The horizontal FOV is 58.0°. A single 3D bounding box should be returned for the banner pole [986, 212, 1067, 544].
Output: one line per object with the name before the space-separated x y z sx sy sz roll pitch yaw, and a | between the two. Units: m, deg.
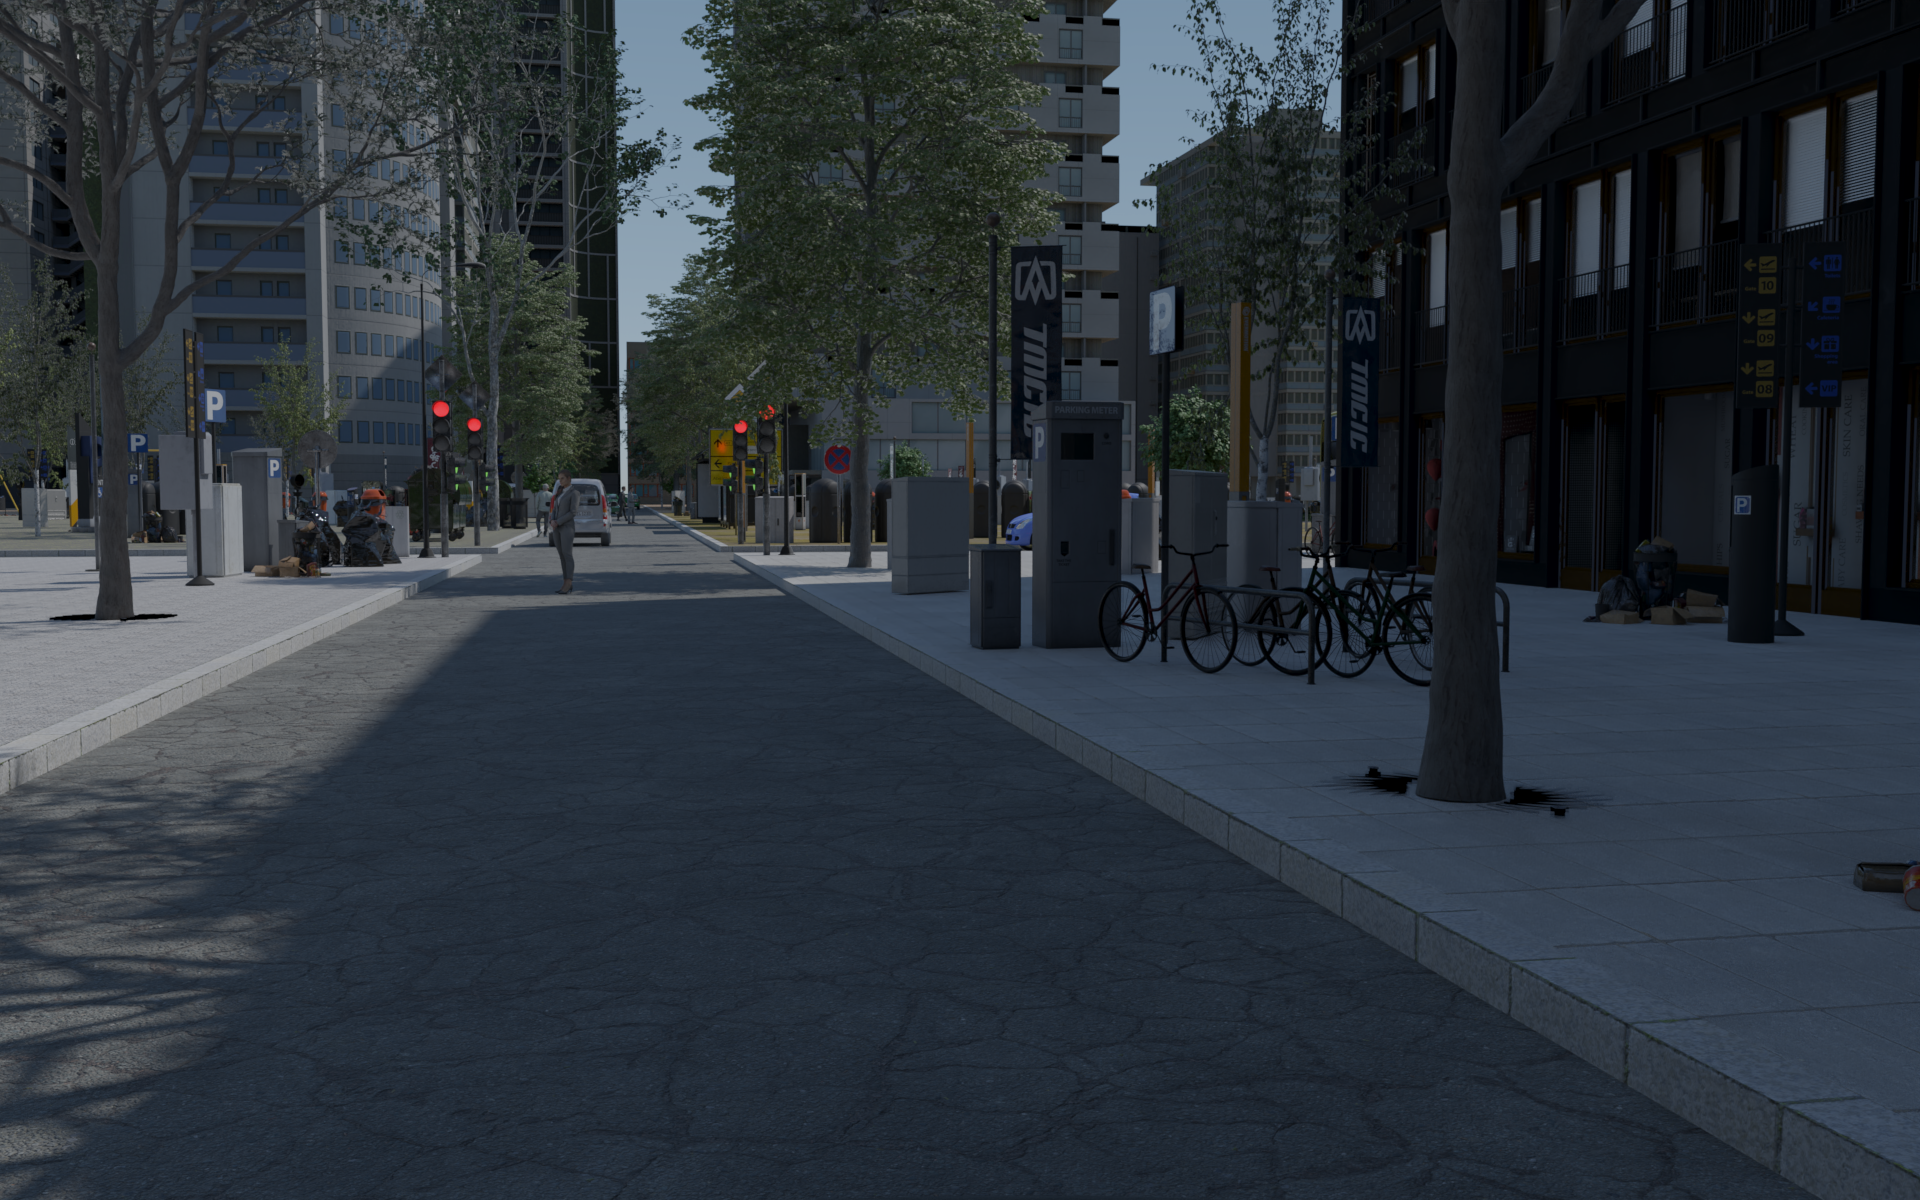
banner pole | 0.519 -1.556 15.453 0.863 3.779 0.401 1 4 13

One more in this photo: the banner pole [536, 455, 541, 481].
banner pole | -24.004 -6.646 98.679 0.401 3.779 0.863 0 4 6

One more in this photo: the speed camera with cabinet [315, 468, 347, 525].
speed camera with cabinet | -26.567 -4.822 73.169 0.660 3.252 2.038 -3 5 -43

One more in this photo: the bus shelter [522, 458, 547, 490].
bus shelter | -26.102 -7.066 106.812 1.731 3.624 6.357 -1 4 -11

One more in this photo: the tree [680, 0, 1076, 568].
tree | -1.452 -6.862 30.314 7.486 12.596 7.792 0 3 0

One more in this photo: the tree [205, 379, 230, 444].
tree | -48.662 -9.777 110.223 4.360 8.622 3.978 0 3 0

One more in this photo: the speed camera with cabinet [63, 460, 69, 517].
speed camera with cabinet | -50.965 -6.363 98.373 0.660 3.252 2.038 1 4 10

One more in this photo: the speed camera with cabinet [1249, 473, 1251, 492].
speed camera with cabinet | 11.743 -4.737 71.781 0.660 3.252 2.038 1 4 9

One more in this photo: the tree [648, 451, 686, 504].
tree | -29.728 -13.680 174.025 4.360 8.622 3.978 0 3 0

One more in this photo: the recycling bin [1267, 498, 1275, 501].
recycling bin | 22.359 -6.832 124.252 0.722 1.027 0.722 0 4 4

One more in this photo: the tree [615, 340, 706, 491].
tree | -22.263 -14.046 136.306 9.857 13.997 8.962 0 3 0

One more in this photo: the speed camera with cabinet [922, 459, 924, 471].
speed camera with cabinet | -2.796 -6.354 98.228 2.038 3.252 0.660 2 4 26

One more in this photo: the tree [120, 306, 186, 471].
tree | -32.030 -7.126 66.870 4.360 8.622 3.978 0 3 0

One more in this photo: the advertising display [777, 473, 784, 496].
advertising display | -5.451 -2.937 53.230 0.123 1.923 0.974 -1 4 -18

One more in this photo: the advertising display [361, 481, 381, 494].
advertising display | -28.452 -4.802 83.734 0.123 1.923 0.974 3 5 40

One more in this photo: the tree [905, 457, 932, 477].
tree | -2.214 -5.939 91.697 1.663 3.219 1.824 0 3 0

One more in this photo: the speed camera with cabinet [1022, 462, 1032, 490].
speed camera with cabinet | 4.619 -6.806 105.610 0.660 3.252 2.038 -2 4 -34

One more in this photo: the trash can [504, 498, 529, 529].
trash can | -16.117 -3.162 63.345 0.748 1.137 0.748 0 3 0

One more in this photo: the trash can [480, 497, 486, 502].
trash can | -21.652 -4.101 78.712 0.748 1.137 0.748 0 3 0

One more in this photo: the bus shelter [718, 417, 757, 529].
bus shelter | -8.455 -5.480 67.228 2.179 5.291 8.768 -1 4 -11

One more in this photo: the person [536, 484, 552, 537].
person | -13.701 -2.969 57.525 0.782 1.767 0.515 -1 4 -20

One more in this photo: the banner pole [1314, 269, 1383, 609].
banner pole | 4.337 -1.799 19.437 0.863 3.779 0.401 -1 4 -15

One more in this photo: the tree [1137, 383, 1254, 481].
tree | 6.977 -4.125 51.161 4.285 4.588 4.351 0 3 0

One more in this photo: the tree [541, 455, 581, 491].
tree | -30.798 -9.117 132.771 4.285 4.588 4.351 0 3 0

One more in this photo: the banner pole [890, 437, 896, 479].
banner pole | -2.913 -5.211 75.218 0.401 3.779 0.863 1 4 16

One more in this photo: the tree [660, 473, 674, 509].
tree | -24.535 -9.365 147.715 1.663 3.219 1.824 0 3 0

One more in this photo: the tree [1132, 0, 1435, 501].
tree | 4.157 -4.460 23.290 4.360 8.622 3.978 0 3 0

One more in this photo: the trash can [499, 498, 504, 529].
trash can | -16.820 -3.226 64.403 0.748 1.137 0.748 0 3 0

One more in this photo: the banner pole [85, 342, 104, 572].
banner pole | -14.288 -2.380 28.929 0.401 3.779 0.863 1 4 13

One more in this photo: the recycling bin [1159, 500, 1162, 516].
recycling bin | 8.097 -3.697 73.000 0.722 1.027 0.722 0 4 -6

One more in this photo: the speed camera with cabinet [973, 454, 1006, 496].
speed camera with cabinet | 1.252 -5.613 86.104 2.038 3.252 0.660 2 4 28

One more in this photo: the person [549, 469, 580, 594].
person | -5.766 -0.993 25.016 0.520 1.790 0.573 2 4 26

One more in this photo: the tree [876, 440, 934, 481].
tree | -3.246 -7.325 103.485 4.285 4.588 4.351 0 3 0

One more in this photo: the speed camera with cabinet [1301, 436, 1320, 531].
speed camera with cabinet | 12.633 -3.955 58.998 2.038 3.252 0.660 3 5 43

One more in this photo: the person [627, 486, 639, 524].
person | -15.742 -4.565 83.331 0.583 1.804 0.606 0 4 -4

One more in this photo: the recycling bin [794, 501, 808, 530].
recycling bin | -6.085 -3.058 62.557 0.722 1.027 0.722 1 4 21

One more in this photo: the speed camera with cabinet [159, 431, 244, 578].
speed camera with cabinet | -11.571 -1.962 26.413 0.660 3.252 2.038 0 4 -5

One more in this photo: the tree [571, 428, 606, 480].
tree | -39.350 -14.085 180.651 4.360 8.622 3.978 0 3 0

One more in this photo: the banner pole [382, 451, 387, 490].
banner pole | -33.716 -6.825 101.601 0.401 3.779 0.863 0 4 -3

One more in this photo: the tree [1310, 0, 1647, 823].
tree | 2.252 -5.913 7.043 12.009 13.543 11.850 0 3 0

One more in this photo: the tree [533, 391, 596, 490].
tree | -26.900 -10.157 116.431 4.737 8.622 4.395 0 3 0

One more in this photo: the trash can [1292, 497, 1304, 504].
trash can | 19.036 -5.252 97.529 0.748 1.137 0.748 0 3 0

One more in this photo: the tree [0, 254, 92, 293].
tree | -28.181 -6.227 52.172 4.360 8.622 3.978 0 3 0

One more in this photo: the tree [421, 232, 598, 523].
tree | -19.567 -9.653 75.960 7.486 12.596 7.792 0 3 0

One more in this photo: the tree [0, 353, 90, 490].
tree | -49.790 -8.808 94.374 4.737 8.622 4.395 0 3 0

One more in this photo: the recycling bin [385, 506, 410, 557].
recycling bin | -11.705 -1.392 35.309 0.722 1.027 0.722 -3 5 -40

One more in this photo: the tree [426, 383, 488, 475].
tree | -29.431 -9.293 102.304 4.360 8.622 3.978 0 3 0

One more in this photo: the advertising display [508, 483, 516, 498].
advertising display | -25.716 -5.795 99.965 0.974 1.923 0.123 -2 4 -33

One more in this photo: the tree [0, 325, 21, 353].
tree | -26.850 -5.800 45.189 4.737 8.622 4.395 0 3 0

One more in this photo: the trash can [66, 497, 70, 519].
trash can | -46.635 -4.802 90.169 0.748 1.137 0.748 0 3 0

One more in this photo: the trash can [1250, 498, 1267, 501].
trash can | 9.847 -2.817 57.715 0.748 1.137 0.748 0 3 0

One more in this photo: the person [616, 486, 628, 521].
person | -17.706 -5.068 91.132 0.755 1.850 0.659 -1 4 -13

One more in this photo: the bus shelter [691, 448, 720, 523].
bus shelter | -10.465 -4.937 74.649 2.014 3.302 5.546 -1 4 -11

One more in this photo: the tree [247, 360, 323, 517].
tree | -37.181 -8.874 95.450 4.360 8.622 3.978 0 3 0

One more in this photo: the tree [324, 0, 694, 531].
tree | -15.875 -12.566 61.346 12.611 20.169 13.585 0 3 0

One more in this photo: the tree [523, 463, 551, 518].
tree | -22.480 -5.960 92.055 1.663 3.219 1.824 0 3 0

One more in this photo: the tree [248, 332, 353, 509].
tree | -30.411 -7.920 79.860 4.737 8.622 4.395 0 3 0

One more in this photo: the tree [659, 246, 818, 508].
tree | -5.748 -6.075 49.688 4.737 8.622 4.395 0 3 0
